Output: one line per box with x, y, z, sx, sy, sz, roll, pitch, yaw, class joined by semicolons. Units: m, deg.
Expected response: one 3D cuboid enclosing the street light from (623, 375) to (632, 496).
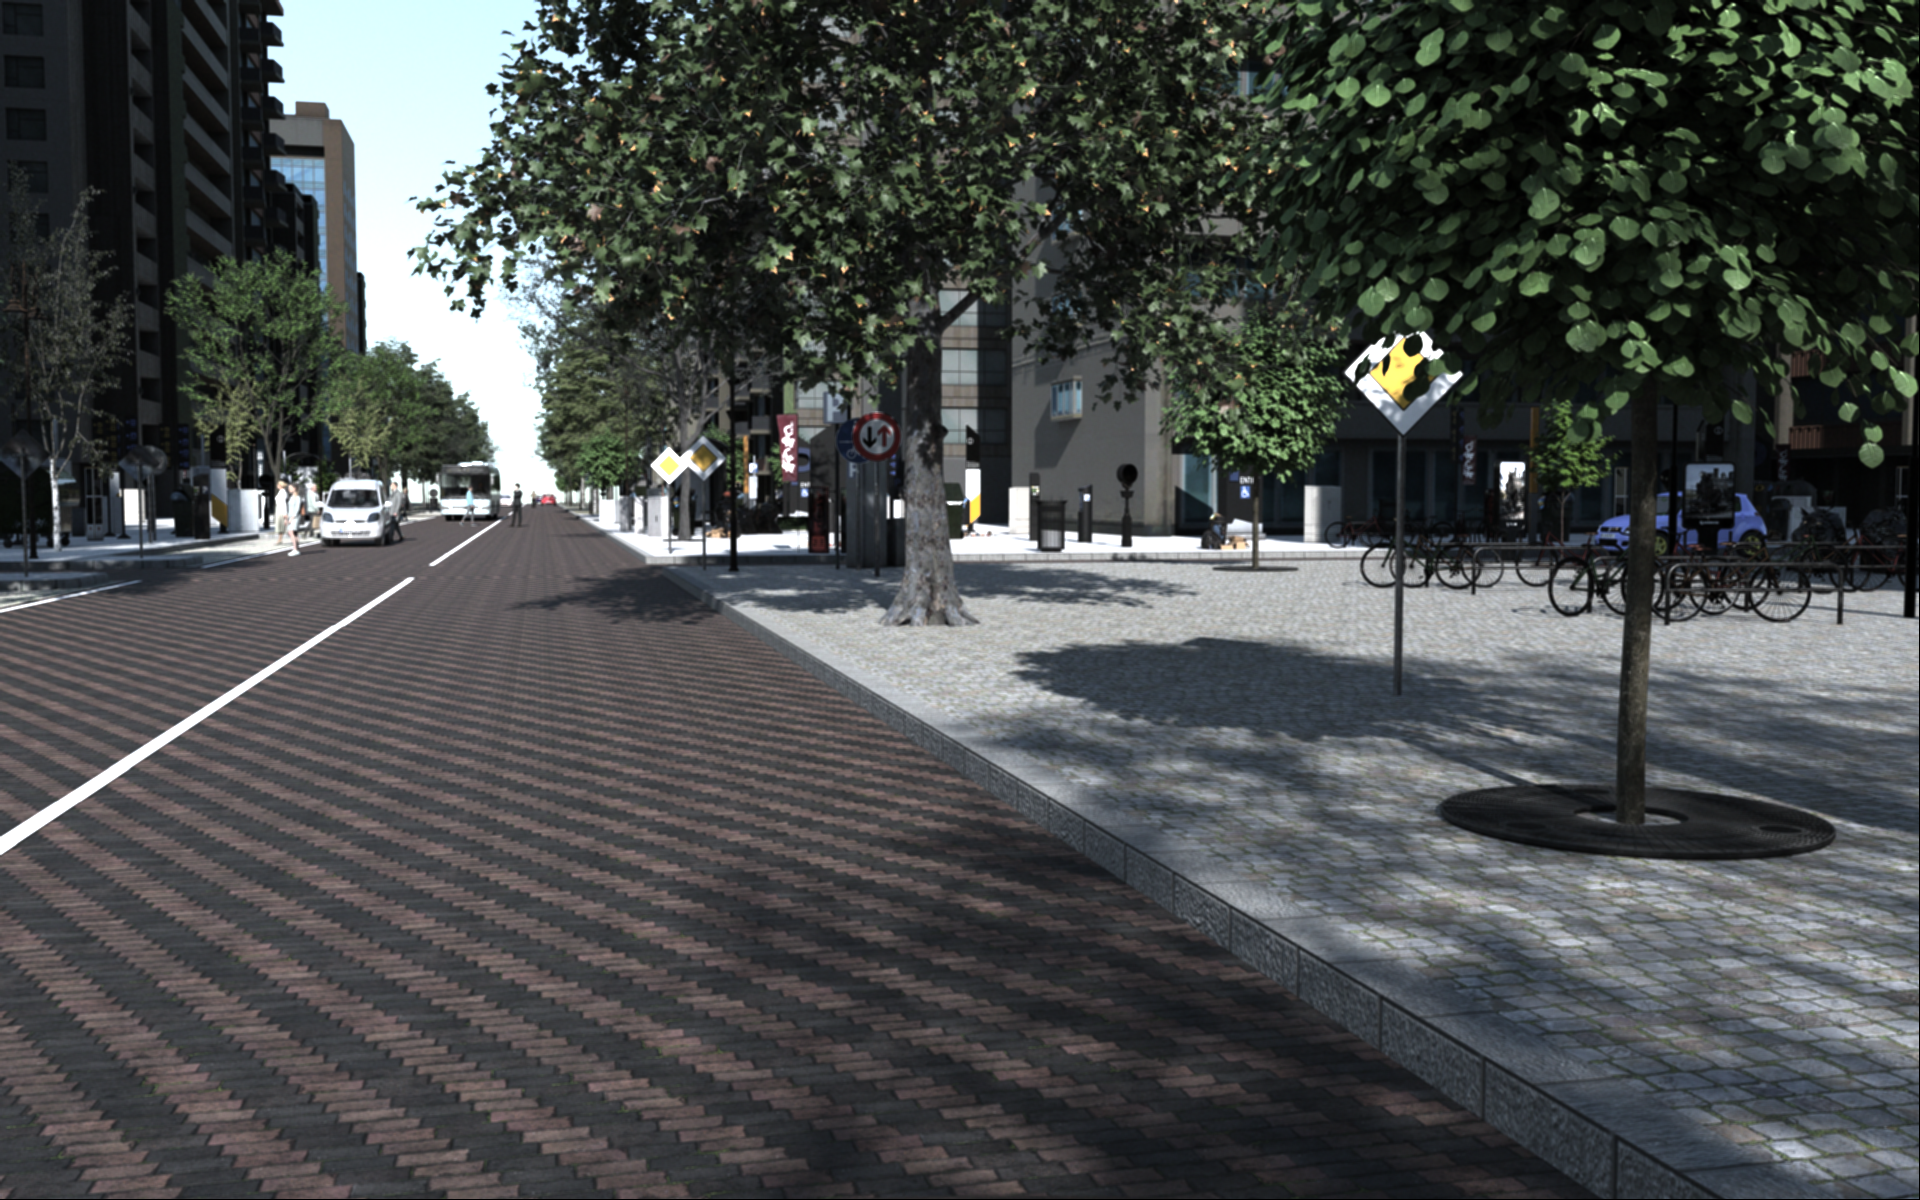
-12.339;-5.586;64.111;0.468;5.910;1.993;-1;4;-14;street light

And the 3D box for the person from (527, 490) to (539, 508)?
-43.529;-10.292;176.779;1.348;1.823;0.705;1;4;17;person

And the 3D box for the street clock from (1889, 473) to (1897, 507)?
32.535;-3.407;60.274;0.358;2.002;0.471;0;4;2;street clock

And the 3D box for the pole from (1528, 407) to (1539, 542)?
13.475;-2.865;40.687;0.158;3.312;0.155;0;3;0;pole

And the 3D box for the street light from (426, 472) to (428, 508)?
-47.651;-11.134;154.822;0.468;5.910;1.993;-1;4;-14;street light

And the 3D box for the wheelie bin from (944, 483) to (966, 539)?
-0.326;-2.536;49.373;0.980;1.594;0.693;-2;4;-27;wheelie bin

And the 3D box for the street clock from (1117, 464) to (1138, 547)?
4.035;-2.280;41.850;0.471;2.002;0.358;-2;4;-32;street clock

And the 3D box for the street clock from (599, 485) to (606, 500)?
-20.156;-5.701;97.780;0.471;2.002;0.358;3;4;38;street clock

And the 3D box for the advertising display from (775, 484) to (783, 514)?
-11.661;-6.532;112.003;0.123;1.923;0.974;-3;4;-37;advertising display

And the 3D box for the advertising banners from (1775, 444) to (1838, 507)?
29.252;-3.897;59.906;2.074;3.025;0.090;3;5;41;advertising banners

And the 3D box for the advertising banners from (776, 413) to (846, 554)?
-3.034;-2.524;37.460;2.074;3.025;0.090;1;4;21;advertising banners

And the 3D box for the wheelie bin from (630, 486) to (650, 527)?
-12.573;-3.699;68.390;0.980;1.594;0.693;-2;4;-30;wheelie bin

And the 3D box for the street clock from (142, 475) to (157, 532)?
-27.215;-3.279;58.189;0.471;2.002;0.358;-1;4;-18;street clock

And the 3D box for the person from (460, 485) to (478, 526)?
-22.175;-4.270;78.178;0.748;1.841;0.638;0;4;0;person

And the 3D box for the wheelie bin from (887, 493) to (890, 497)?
-3.032;-3.397;63.455;0.980;1.594;0.693;-1;4;-19;wheelie bin

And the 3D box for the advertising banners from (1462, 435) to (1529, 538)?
15.621;-3.332;50.673;2.074;3.025;0.090;2;4;31;advertising banners

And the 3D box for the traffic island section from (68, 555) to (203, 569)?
-16.385;-0.755;34.627;2.009;0.180;2.903;-1;4;-14;traffic island section

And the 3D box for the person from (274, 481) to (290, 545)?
-18.789;-2.413;48.186;0.641;1.798;0.478;0;3;0;person

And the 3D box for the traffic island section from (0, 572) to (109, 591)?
-14.505;-0.280;26.865;2.009;0.180;2.903;-1;4;-14;traffic island section

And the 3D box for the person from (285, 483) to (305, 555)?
-15.648;-1.909;40.718;0.512;1.701;0.522;3;5;44;person

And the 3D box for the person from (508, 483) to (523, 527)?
-19.426;-4.154;75.778;0.648;1.900;0.474;3;4;38;person

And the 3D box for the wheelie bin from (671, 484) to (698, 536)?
-8.470;-2.776;53.297;0.693;1.594;0.980;1;4;11;wheelie bin

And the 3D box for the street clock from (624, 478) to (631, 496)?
-14.532;-4.366;75.947;0.358;2.002;0.471;-1;4;-17;street clock

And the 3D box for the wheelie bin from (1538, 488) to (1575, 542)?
16.068;-2.364;46.563;0.980;1.594;0.693;-1;4;-10;wheelie bin

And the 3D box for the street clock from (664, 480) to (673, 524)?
-12.492;-4.272;74.411;0.358;2.002;0.471;2;4;31;street clock

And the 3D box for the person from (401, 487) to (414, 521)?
-28.951;-5.005;90.513;0.728;1.800;0.709;2;4;31;person

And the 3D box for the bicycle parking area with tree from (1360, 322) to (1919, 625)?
9.545;-2.049;20.506;9.016;4.147;8.231;1;4;9;bicycle parking area with tree

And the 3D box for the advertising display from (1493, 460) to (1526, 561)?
10.386;-1.683;32.739;0.974;1.923;0.123;-3;5;-42;advertising display

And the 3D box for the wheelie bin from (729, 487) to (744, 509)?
-9.721;-4.137;75.541;0.980;1.594;0.693;0;4;-4;wheelie bin

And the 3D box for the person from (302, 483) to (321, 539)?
-20.437;-2.794;54.667;0.515;1.767;0.782;-3;5;-40;person

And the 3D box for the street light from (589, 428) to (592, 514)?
-23.462;-8.377;109.752;0.468;5.910;1.993;-1;4;-14;street light

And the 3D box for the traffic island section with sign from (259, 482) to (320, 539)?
-21.688;-2.926;56.467;1.989;1.847;2.006;-1;4;-14;traffic island section with sign

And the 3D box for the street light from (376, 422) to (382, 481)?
-36.390;-8.311;108.679;0.468;5.910;1.993;-1;4;-14;street light

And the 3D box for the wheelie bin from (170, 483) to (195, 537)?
-23.156;-2.684;51.784;0.693;1.594;0.980;0;4;0;wheelie bin

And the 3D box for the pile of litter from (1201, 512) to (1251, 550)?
6.281;-1.623;40.498;1.719;0.858;1.176;-3;5;-44;pile of litter

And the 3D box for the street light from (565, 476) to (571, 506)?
-41.463;-12.929;184.171;0.468;5.910;1.993;-1;4;-14;street light

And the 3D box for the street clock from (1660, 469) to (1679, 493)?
20.453;-2.778;49.989;0.471;2.002;0.358;2;4;34;street clock

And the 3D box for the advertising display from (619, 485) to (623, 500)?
-20.220;-6.037;103.915;0.123;1.923;0.974;0;4;8;advertising display

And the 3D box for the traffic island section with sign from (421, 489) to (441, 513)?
-39.772;-7.491;131.105;1.989;1.847;2.006;-1;4;-14;traffic island section with sign

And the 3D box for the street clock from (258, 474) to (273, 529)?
-25.364;-3.592;63.300;0.471;2.002;0.358;-2;4;-27;street clock

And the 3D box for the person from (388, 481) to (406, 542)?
-17.122;-2.677;52.370;0.767;1.812;0.694;-3;4;-36;person

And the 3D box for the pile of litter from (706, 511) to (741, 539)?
-6.981;-2.257;50.867;1.176;0.858;1.719;1;4;15;pile of litter

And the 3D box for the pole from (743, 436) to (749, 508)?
-7.471;-4.081;60.574;0.158;3.312;0.155;0;3;0;pole

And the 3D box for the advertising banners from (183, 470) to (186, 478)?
-29.125;-4.201;64.877;0.090;3.025;2.074;-2;4;-29;advertising banners

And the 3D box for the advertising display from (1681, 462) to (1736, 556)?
14.935;-1.796;34.572;0.974;1.923;0.123;1;4;13;advertising display

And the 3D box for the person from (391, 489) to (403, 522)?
-28.773;-4.860;88.301;0.623;1.781;0.721;2;4;24;person
